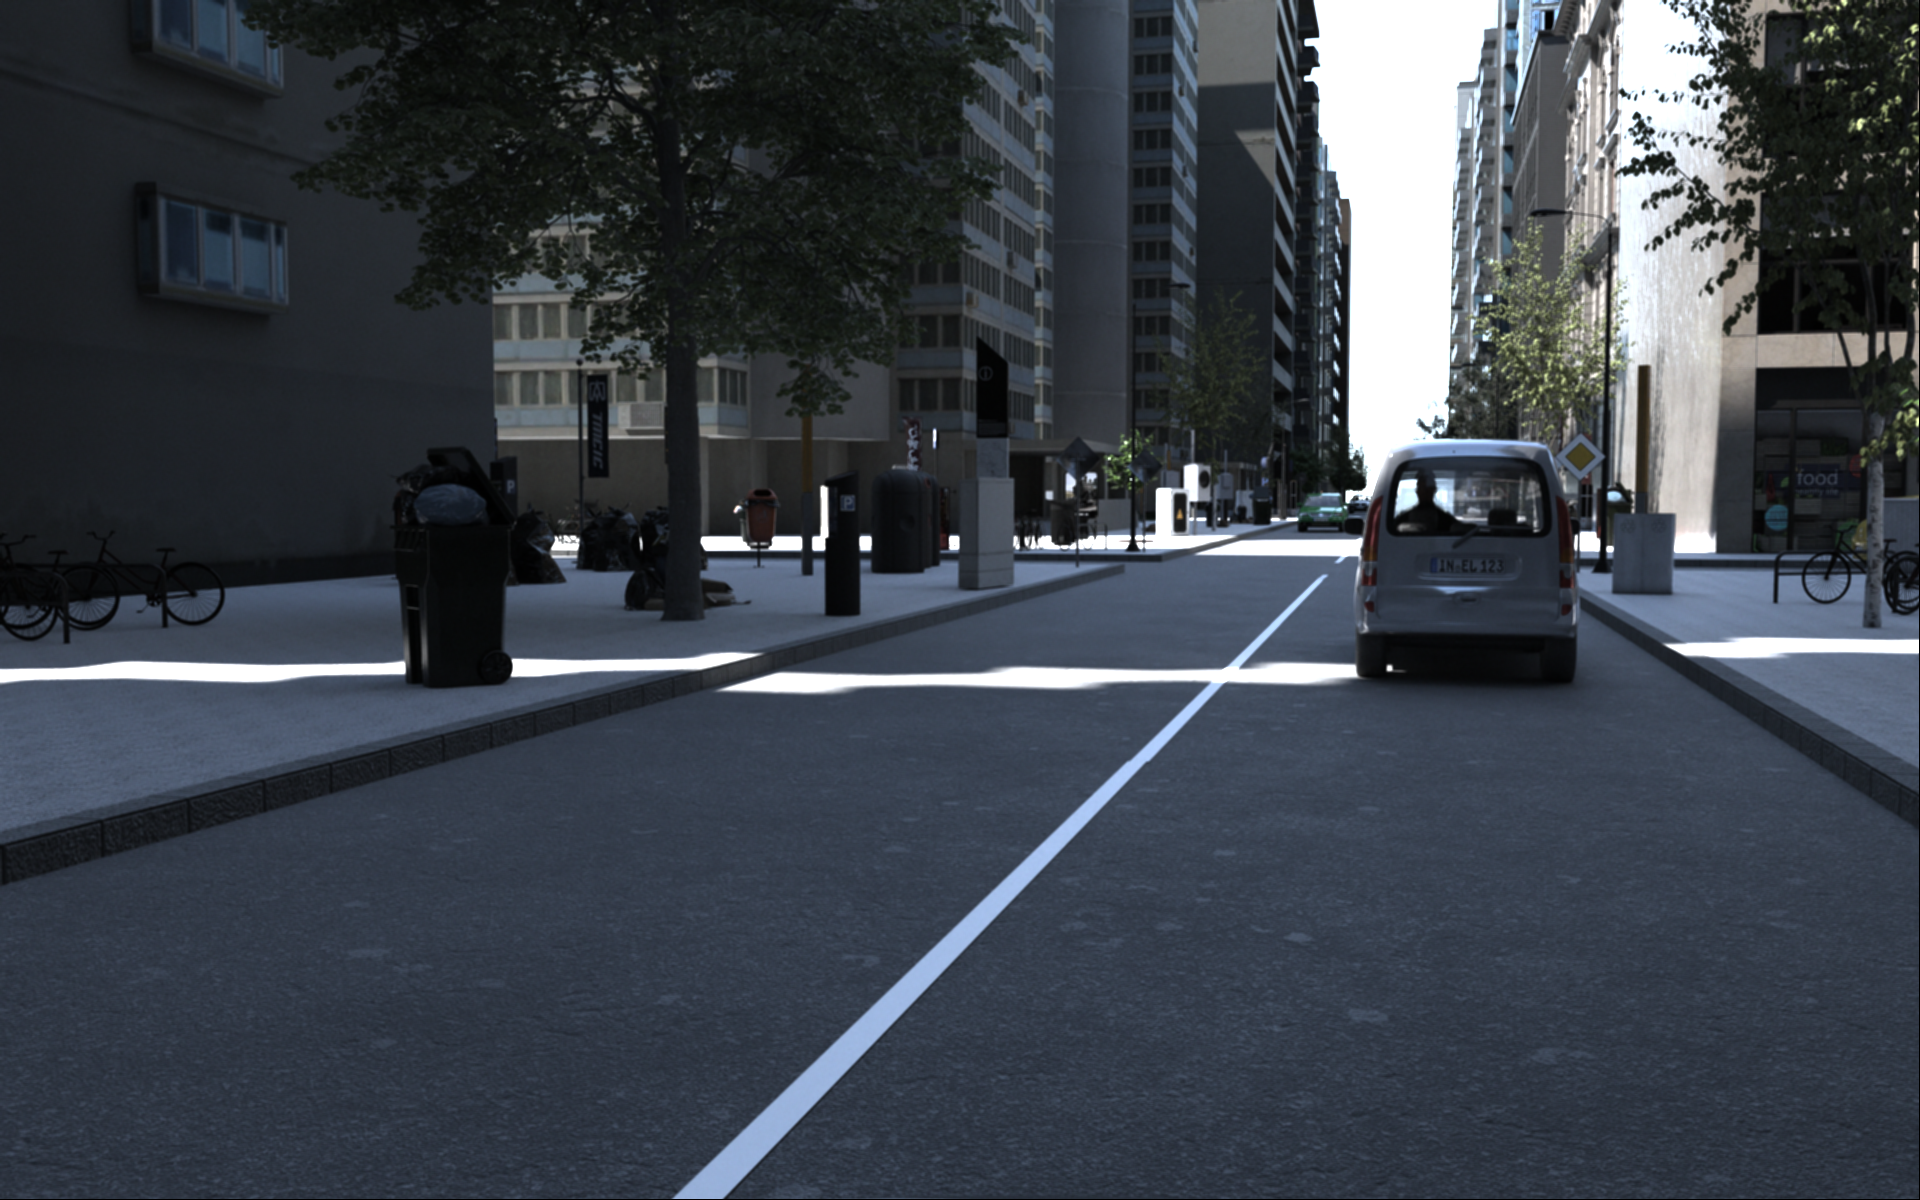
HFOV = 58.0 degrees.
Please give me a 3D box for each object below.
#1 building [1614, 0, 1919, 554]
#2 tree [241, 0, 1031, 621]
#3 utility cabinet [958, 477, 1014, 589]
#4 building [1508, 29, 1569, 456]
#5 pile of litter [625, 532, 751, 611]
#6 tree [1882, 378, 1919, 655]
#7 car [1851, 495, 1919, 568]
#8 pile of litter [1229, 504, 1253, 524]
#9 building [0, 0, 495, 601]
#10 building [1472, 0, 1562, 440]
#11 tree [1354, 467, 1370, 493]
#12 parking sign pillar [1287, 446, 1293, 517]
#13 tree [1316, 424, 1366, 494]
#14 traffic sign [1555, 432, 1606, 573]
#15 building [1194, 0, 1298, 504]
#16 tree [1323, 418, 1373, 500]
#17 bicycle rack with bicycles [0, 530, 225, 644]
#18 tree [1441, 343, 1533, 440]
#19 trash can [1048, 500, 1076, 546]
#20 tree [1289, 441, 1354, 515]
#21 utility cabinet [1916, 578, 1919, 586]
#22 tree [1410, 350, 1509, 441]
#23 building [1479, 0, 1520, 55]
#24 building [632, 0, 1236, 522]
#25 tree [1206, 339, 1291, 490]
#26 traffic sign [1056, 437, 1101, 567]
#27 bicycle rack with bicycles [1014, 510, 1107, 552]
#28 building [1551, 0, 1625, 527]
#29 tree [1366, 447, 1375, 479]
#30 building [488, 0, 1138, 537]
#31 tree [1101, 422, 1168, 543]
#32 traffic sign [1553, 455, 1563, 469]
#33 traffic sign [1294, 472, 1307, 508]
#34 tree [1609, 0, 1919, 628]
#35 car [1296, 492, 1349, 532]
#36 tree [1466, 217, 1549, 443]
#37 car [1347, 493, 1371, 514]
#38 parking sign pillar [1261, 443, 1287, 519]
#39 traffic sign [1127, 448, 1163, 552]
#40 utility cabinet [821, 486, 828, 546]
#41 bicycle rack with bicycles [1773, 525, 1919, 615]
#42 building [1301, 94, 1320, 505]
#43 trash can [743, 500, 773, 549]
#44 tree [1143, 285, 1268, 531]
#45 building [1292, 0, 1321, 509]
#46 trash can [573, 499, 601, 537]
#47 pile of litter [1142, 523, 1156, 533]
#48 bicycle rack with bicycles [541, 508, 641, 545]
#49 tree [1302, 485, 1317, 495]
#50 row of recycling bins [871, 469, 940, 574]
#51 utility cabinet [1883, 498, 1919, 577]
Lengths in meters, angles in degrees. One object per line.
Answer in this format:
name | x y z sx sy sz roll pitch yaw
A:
building | 35.134 -14.498 41.558 34.151 26.468 19.350 1 4 14
tree | -3.143 -6.087 17.642 7.486 12.596 7.792 0 3 0
utility cabinet | 0.355 -0.915 23.631 0.318 1.500 1.173 2 4 26
building | 38.002 -18.408 94.485 14.314 27.812 24.014 1 4 14
pile of litter | -3.097 -0.353 19.729 1.719 0.858 1.176 -3 4 -36
tree | 7.839 -1.123 12.960 1.663 3.219 1.824 0 3 0
car | 17.947 -1.237 30.452 3.980 1.641 2.015 1 4 13
pile of litter | 12.398 -3.747 75.228 1.719 0.858 1.176 0 4 -4
building | -21.015 -24.330 21.495 21.600 48.544 21.300 1 4 14
building | 51.348 -50.014 130.399 22.319 86.520 31.000 1 4 14
tree | 38.442 -11.612 173.572 4.285 4.588 4.351 0 3 0
parking sign pillar | 18.420 -6.745 98.759 1.447 3.967 1.447 -2 4 -27
tree | 39.102 -14.040 179.914 4.360 8.622 3.978 0 3 0
traffic sign | 10.089 -1.503 28.223 0.795 2.450 0.064 1 4 14
building | 12.518 -30.595 123.929 21.300 48.544 21.600 1 4 14
tree | 37.355 -13.316 168.075 4.737 8.622 4.395 0 3 0
bicycle rack with bicycles | -8.683 -0.152 15.875 2.925 0.926 2.852 0 4 2
tree | 24.950 -8.036 81.758 4.360 8.622 3.978 0 3 0
trash can | 2.566 -1.929 43.190 0.748 1.137 0.748 0 3 0
tree | 20.957 -7.519 106.648 4.285 4.588 4.351 0 3 0
utility cabinet | 13.838 -0.800 24.244 1.020 1.237 0.306 -2 4 -29
tree | 33.485 -10.942 113.320 8.767 10.594 7.601 2 4 26
building | 59.663 -33.137 161.400 23.786 49.044 30.456 1 4 14
building | 0.918 -25.081 101.959 32.217 40.220 23.993 1 4 14
tree | 13.530 -7.989 80.987 4.360 8.622 3.978 0 3 0
traffic sign | 2.061 -1.631 30.302 0.795 2.450 0.064 1 4 14
bicycle rack with bicycles | 2.016 -1.601 39.556 2.852 0.926 2.925 2 4 27
building | 32.265 -17.349 71.053 14.401 28.519 23.554 1 4 14
tree | 61.197 -19.205 264.367 4.360 8.622 3.978 0 3 0
building | -10.481 -22.669 62.513 32.217 40.220 23.993 1 4 14
tree | 4.531 -3.150 46.109 1.663 3.219 1.824 0 3 0
traffic sign | 12.079 -1.976 35.957 0.795 2.450 0.064 1 4 14
traffic sign | 19.905 -6.188 101.272 0.768 2.556 0.104 1 4 23
tree | 8.552 -4.040 16.421 4.737 8.622 4.395 0 3 0
car | 13.934 -3.525 66.437 1.959 1.807 4.718 1 4 14
tree | 15.808 -5.881 46.518 4.737 8.622 4.395 0 3 0
car | 29.343 -7.143 126.570 2.009 1.686 4.222 1 4 15
parking sign pillar | 16.122 -6.260 90.821 1.447 3.967 1.447 1 4 21
traffic sign | 4.051 -2.104 38.036 0.795 2.450 0.064 1 4 14
utility cabinet | -3.042 -2.011 41.560 0.318 1.500 1.173 -1 4 -21
bicycle rack with bicycles | 10.876 -0.385 19.669 2.925 0.926 2.852 -1 4 -15
building | 27.496 -29.724 169.580 14.154 41.232 14.086 1 4 14
trash can | -4.668 -1.751 40.289 0.748 1.137 0.748 0 3 0
tree | 8.634 -6.713 60.120 4.737 8.622 4.395 0 3 0
building | 19.220 -30.238 149.017 22.147 44.769 28.867 1 4 14
trash can | -10.336 -2.222 47.991 0.748 1.137 0.748 0 3 0
pile of litter | 6.672 -2.716 58.364 1.176 0.858 1.719 2 4 27
bicycle rack with bicycles | -9.595 -1.917 44.723 2.925 0.926 2.852 -1 4 -15
tree | 25.171 -8.035 125.977 1.663 3.219 1.824 0 3 0
row of recycling bins | -0.945 -1.377 29.619 1.069 1.692 3.534 0 4 5
utility cabinet | 15.207 -1.017 27.790 1.020 1.237 0.306 0 4 5
